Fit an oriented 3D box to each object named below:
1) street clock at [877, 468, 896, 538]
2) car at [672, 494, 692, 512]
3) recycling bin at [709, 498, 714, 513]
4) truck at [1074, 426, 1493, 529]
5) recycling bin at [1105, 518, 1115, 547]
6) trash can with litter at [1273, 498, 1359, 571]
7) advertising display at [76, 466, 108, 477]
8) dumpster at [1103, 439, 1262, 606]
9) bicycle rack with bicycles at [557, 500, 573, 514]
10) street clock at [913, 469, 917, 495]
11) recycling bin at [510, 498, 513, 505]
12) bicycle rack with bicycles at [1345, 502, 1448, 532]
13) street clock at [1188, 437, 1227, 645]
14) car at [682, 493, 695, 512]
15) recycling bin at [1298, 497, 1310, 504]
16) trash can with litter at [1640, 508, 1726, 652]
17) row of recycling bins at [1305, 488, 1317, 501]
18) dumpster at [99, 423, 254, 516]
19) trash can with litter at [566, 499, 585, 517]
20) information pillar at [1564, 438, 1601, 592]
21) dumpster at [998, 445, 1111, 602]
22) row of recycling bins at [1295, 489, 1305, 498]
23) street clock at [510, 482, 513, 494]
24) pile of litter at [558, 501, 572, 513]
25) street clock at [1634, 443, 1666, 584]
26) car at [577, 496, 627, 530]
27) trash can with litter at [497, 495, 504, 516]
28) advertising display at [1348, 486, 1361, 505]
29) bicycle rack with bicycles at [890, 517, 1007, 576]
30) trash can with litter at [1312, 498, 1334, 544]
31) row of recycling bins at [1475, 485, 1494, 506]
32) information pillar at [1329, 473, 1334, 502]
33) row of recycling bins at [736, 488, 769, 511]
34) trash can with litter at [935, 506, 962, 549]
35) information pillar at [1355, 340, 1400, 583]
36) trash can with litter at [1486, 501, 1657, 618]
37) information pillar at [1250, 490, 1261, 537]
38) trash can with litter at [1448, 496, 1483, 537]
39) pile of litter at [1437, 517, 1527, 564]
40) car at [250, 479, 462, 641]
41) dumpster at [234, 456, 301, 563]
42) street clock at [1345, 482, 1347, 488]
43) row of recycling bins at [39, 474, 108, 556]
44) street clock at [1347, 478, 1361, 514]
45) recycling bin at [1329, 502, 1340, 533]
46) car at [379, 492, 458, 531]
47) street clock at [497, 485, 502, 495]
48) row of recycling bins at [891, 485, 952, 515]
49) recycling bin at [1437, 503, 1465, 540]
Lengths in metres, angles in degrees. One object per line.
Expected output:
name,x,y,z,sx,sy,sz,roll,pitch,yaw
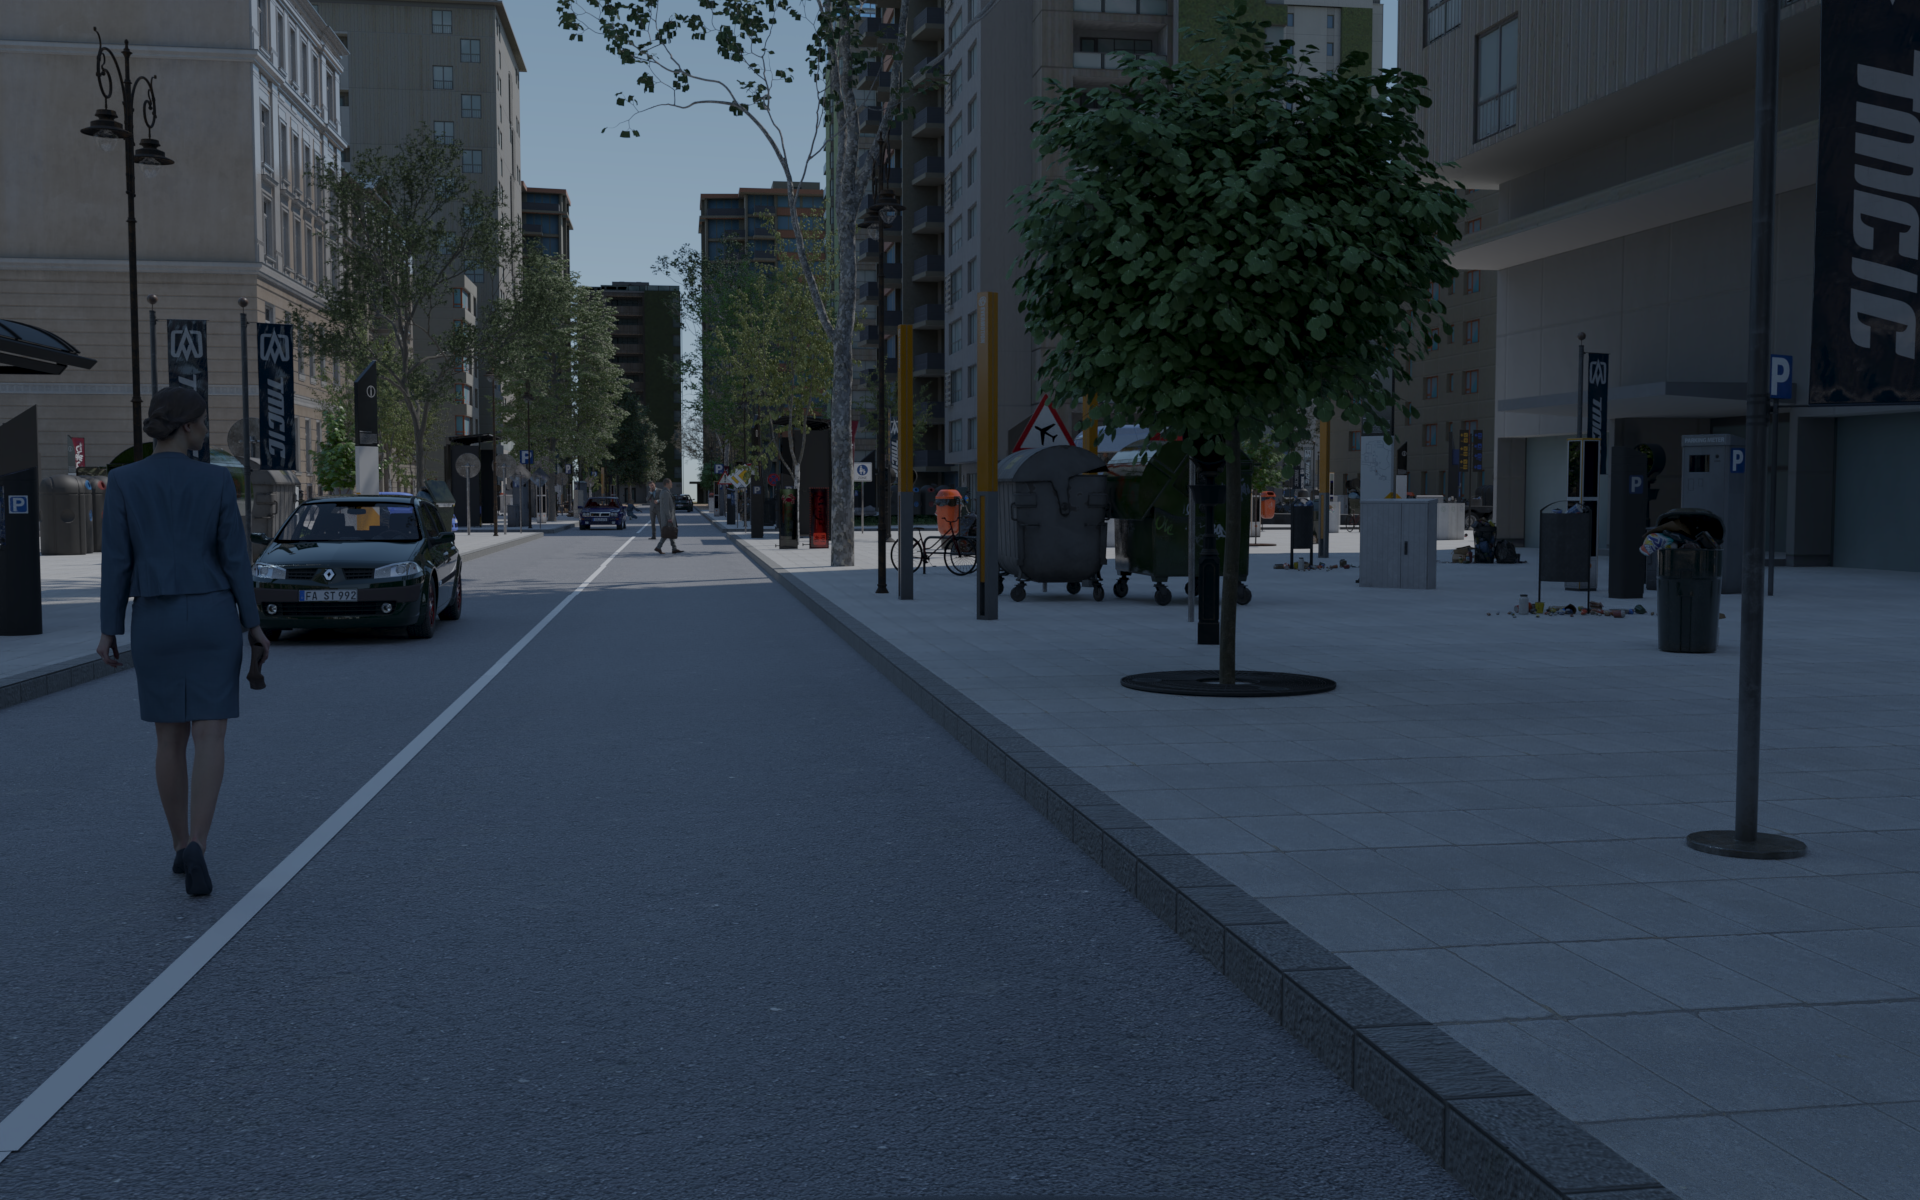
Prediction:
street clock,-2.006,-2.619,47.395,0.471,2.002,0.358,2,4,32
car,-22.069,-7.732,136.197,2.009,1.686,4.222,-1,4,-10
recycling bin,-16.908,-6.572,120.009,0.722,1.027,0.722,-3,5,-43
truck,12.816,-4.635,65.549,18.799,4.110,2.967,-1,4,-11
recycling bin,3.845,-1.804,42.048,0.722,1.027,0.722,-2,4,-35
trash can with litter,6.229,-1.147,29.810,2.233,1.210,1.678,-3,4,-38
advertising display,-20.189,-2.159,40.508,0.974,1.923,0.123,1,4,12
dumpster,2.607,-1.110,20.637,1.502,2.255,1.985,-1,4,-9
bicycle rack with bicycles,-26.819,-6.148,113.901,2.852,0.926,2.925,-3,4,-38
street clock,-1.409,-2.611,47.254,0.471,2.002,0.358,0,4,4
recycling bin,-29.345,-6.247,114.699,0.722,1.027,0.722,0,4,-1
bicycle rack with bicycles,14.270,-2.668,57.006,2.852,0.926,2.925,0,4,-8
street clock,2.128,-0.623,14.764,0.471,2.002,0.358,1,4,9
car,-22.853,-8.129,142.702,2.009,1.686,4.222,-1,4,-9
recycling bin,25.399,-7.058,127.948,0.722,1.027,0.722,2,4,24
trash can with litter,5.992,-0.179,14.313,0.624,1.170,1.055,2,4,27
row of recycling bins,25.443,-6.758,117.601,3.534,1.692,1.069,2,4,35
dumpster,-10.516,-1.272,23.298,1.502,2.255,1.985,-1,4,-9
trash can with litter,-21.643,-5.262,97.424,0.624,1.170,1.055,2,4,25
information pillar,8.232,-1.127,22.911,0.304,2.012,0.304,-1,4,-21
dumpster,1.085,-0.949,21.279,1.264,1.857,1.865,-1,4,-9
row of recycling bins,25.304,-7.795,134.565,3.534,1.692,1.069,1,4,12
street clock,-23.322,-5.280,90.896,0.358,2.002,0.471,3,5,44
pile of litter,-26.658,-6.280,116.638,1.176,0.858,1.719,-3,4,-37
street clock,9.805,-1.233,24.734,0.358,2.002,0.471,-1,4,-22
car,-14.480,-3.527,70.244,1.945,1.354,3.894,0,4,-8
trash can with litter,-27.262,-5.553,101.854,1.678,1.210,2.233,-1,4,-15
advertising display,22.554,-5.715,98.660,0.974,1.923,0.123,3,5,42
bicycle rack with bicycles,0.707,-0.878,27.738,2.925,0.926,2.852,3,4,36
trash can with litter,9.140,-2.024,44.478,0.624,1.170,1.055,2,4,33
row of recycling bins,23.970,-4.315,77.657,1.069,1.692,3.534,0,4,-2
information pillar,12.681,-3.378,59.721,0.304,2.012,0.304,3,5,42
row of recycling bins,-14.645,-7.069,122.697,1.069,1.692,3.534,-3,4,-39
trash can with litter,-0.266,-1.775,40.404,0.624,1.170,1.055,0,3,0
information pillar,5.952,-2.043,24.762,0.504,3.616,0.183,3,5,40
trash can with litter,6.803,-0.444,18.323,2.233,1.210,1.678,1,4,23
information pillar,8.736,-2.868,51.385,0.304,2.012,0.304,-1,4,-11
trash can with litter,14.653,-2.498,51.898,1.678,1.210,2.233,1,4,12
pile of litter,9.678,-1.120,32.270,1.719,0.858,1.176,1,4,18
car,-6.299,-0.518,18.256,2.009,1.686,4.222,-1,4,-10
dumpster,-11.201,-1.314,27.242,1.264,1.857,1.865,-1,4,-9
street clock,20.166,-5.193,89.471,0.358,2.002,0.471,-3,5,-44
row of recycling bins,-19.151,-1.870,37.685,1.069,1.692,3.534,-1,4,-11
street clock,18.252,-4.610,79.949,0.471,2.002,0.358,0,4,-1
recycling bin,12.227,-2.747,57.471,0.722,1.027,0.722,1,4,16
car,-19.086,-3.032,59.164,3.694,1.707,1.945,-1,4,-10
street clock,-35.663,-7.907,133.842,0.471,2.002,0.358,-1,4,-10
row of recycling bins,-1.885,-4.485,80.440,3.534,1.692,1.069,-3,4,-36
recycling bin,13.674,-2.209,48.670,0.722,1.027,0.722,-3,4,-37
